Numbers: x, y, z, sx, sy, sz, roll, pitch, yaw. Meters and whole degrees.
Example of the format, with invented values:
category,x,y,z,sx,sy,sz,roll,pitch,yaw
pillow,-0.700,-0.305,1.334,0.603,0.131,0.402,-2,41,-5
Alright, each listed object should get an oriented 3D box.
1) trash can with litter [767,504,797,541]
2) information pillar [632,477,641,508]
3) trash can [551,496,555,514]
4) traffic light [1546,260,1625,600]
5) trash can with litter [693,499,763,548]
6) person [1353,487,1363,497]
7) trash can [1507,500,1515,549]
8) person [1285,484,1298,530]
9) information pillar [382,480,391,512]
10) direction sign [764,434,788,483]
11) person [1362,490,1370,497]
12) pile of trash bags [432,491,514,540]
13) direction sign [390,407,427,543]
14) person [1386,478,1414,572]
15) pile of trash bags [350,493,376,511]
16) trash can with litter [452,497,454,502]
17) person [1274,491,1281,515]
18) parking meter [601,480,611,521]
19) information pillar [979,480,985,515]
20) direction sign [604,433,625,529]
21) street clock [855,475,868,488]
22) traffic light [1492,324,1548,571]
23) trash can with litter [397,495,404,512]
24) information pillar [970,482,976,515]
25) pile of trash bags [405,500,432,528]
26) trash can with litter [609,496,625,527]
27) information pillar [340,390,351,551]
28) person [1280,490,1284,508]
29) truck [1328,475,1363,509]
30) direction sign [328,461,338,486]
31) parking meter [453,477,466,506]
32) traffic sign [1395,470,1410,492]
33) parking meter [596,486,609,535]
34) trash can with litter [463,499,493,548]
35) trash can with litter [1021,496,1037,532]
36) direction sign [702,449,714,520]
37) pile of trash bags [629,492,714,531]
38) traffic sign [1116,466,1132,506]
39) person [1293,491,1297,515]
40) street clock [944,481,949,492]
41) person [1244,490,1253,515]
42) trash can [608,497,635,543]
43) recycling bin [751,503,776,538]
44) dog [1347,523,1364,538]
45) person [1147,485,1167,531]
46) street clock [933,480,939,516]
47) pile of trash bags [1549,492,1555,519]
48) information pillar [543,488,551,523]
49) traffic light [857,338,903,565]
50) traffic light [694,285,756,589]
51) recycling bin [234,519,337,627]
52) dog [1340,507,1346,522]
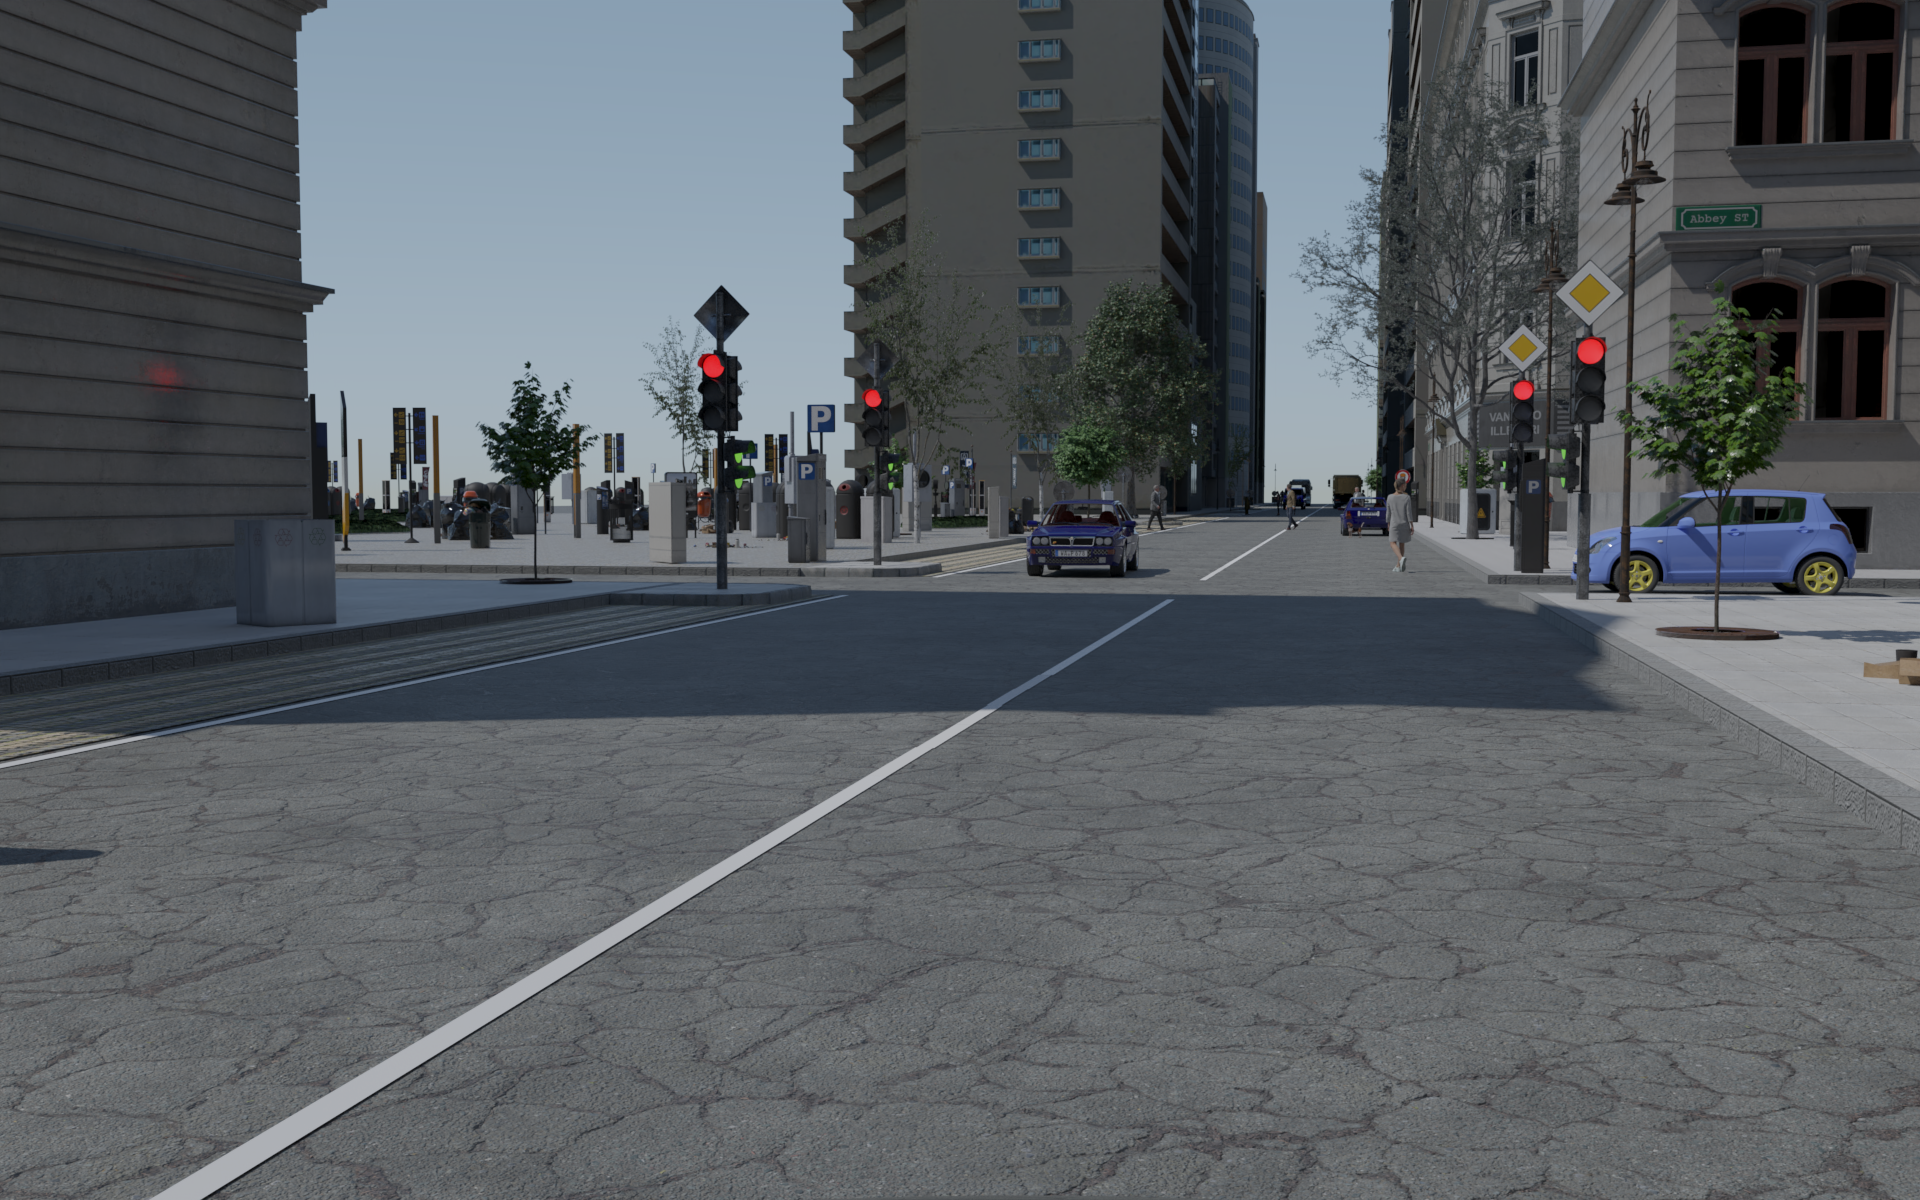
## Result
category,x,y,z,sx,sy,sz,roll,pitch,yaw
trash can with litter,-4.379,-2.221,47.369,1.678,1.210,2.233,-3,4,-37
information pillar,-13.746,-4.222,73.520,0.304,2.012,0.304,0,4,7
trash can,-26.054,-6.001,109.777,0.748,1.137,0.748,0,3,0
traffic light,7.551,-1.959,20.950,0.839,4.253,0.868,1,4,12
trash can with litter,-5.634,-1.898,42.086,1.678,1.210,2.233,0,4,-7
person,19.669,-4.709,85.889,0.834,1.777,0.661,-3,5,-42
trash can,13.112,-1.751,40.283,0.748,1.137,0.748,0,3,0
person,13.276,-3.737,69.518,0.836,1.842,0.656,-3,5,-39
information pillar,-30.531,-5.363,92.176,0.304,2.012,0.304,2,4,35
direction sign,-6.908,-4.476,65.179,0.876,3.537,0.379,0,4,-5
person,29.828,-7.253,127.620,0.750,1.759,0.617,-1,4,-10
pile of trash bags,-13.925,-2.441,49.660,1.912,1.369,3.447,-1,4,-21
direction sign,-14.380,-3.261,45.321,0.876,3.537,0.379,0,4,3
person,8.070,-1.372,31.686,0.466,1.731,0.760,0,4,-7
pile of trash bags,-39.369,-6.357,113.689,1.912,1.369,3.447,-1,4,-17
trash can with litter,-26.196,-4.941,91.840,1.678,1.210,2.233,-1,4,-13
person,21.241,-6.480,115.922,0.415,1.643,0.593,-1,4,-15
parking meter,-14.637,-4.027,71.552,0.399,1.863,0.255,3,4,37
information pillar,1.189,-5.412,92.975,0.304,2.012,0.304,0,4,5
direction sign,-12.820,-4.420,64.271,0.876,3.537,0.379,2,4,24
street clock,-3.676,-3.677,64.691,0.471,2.002,0.358,-3,5,-44
traffic light,9.283,-2.436,28.745,0.839,4.253,0.868,1,4,12
trash can with litter,-29.306,-4.822,89.905,1.678,1.210,2.233,1,4,11
information pillar,0.754,-5.999,102.576,0.304,2.012,0.304,2,4,33
pile of trash bags,-19.704,-3.480,66.650,1.912,1.369,3.447,1,4,20
trash can with litter,-13.688,-3.467,67.737,1.678,1.210,2.233,0,4,5
information pillar,-13.870,-2.917,39.044,0.183,3.616,0.504,-2,4,-26
person,32.515,-10.159,174.601,1.348,1.824,0.705,1,4,18
truck,38.042,-10.679,170.527,3.469,3.379,9.791,1,4,11
direction sign,-42.370,-7.643,116.966,0.876,3.537,0.379,1,4,17
parking meter,-17.491,-3.354,60.542,0.255,1.863,0.399,3,4,37
traffic sign,23.080,-5.517,90.306,0.768,2.556,0.104,1,4,22
parking meter,-11.365,-2.854,55.069,0.372,1.533,0.369,0,3,0
trash can with litter,-11.412,-1.814,41.043,0.624,1.170,1.055,-1,4,-11
trash can with litter,1.945,-2.932,58.993,2.233,1.210,1.678,-3,5,-41
direction sign,-12.469,-5.792,86.698,0.876,3.537,0.379,-1,4,-23
pile of trash bags,-10.123,-3.175,61.659,1.912,1.369,3.447,2,4,35
traffic sign,7.505,-4.852,79.442,0.768,2.556,0.104,1,4,19
person,22.590,-6.587,117.670,0.593,1.643,0.415,0,4,-6
street clock,-0.691,-5.775,98.999,0.358,2.002,0.471,-2,4,-31
person,20.044,-6.803,120.460,0.721,1.736,1.217,3,4,38
trash can,-8.932,-2.082,45.698,0.748,1.137,0.748,0,3,0
recycling bin,-5.736,-2.356,51.079,0.722,1.027,0.722,-1,4,-17
dog,12.911,-2.281,56.582,0.406,0.507,0.540,2,4,34
person,7.699,-3.584,67.497,0.834,1.777,0.661,1,4,15
street clock,-1.216,-5.004,86.393,0.358,2.002,0.471,0,4,2
pile of trash bags,17.911,-2.430,49.478,1.912,1.369,3.447,-3,5,-42
information pillar,-18.632,-4.504,78.133,0.304,2.012,0.304,-1,4,-17
traffic light,-1.470,-2.580,31.110,0.839,4.253,0.868,1,4,12
traffic light,-3.202,-2.104,23.314,0.839,4.253,0.868,1,4,12
recycling bin,-6.668,-0.279,17.122,0.722,1.027,0.722,3,5,43
dog,19.689,-4.421,89.113,0.800,0.831,0.513,0,4,-5
